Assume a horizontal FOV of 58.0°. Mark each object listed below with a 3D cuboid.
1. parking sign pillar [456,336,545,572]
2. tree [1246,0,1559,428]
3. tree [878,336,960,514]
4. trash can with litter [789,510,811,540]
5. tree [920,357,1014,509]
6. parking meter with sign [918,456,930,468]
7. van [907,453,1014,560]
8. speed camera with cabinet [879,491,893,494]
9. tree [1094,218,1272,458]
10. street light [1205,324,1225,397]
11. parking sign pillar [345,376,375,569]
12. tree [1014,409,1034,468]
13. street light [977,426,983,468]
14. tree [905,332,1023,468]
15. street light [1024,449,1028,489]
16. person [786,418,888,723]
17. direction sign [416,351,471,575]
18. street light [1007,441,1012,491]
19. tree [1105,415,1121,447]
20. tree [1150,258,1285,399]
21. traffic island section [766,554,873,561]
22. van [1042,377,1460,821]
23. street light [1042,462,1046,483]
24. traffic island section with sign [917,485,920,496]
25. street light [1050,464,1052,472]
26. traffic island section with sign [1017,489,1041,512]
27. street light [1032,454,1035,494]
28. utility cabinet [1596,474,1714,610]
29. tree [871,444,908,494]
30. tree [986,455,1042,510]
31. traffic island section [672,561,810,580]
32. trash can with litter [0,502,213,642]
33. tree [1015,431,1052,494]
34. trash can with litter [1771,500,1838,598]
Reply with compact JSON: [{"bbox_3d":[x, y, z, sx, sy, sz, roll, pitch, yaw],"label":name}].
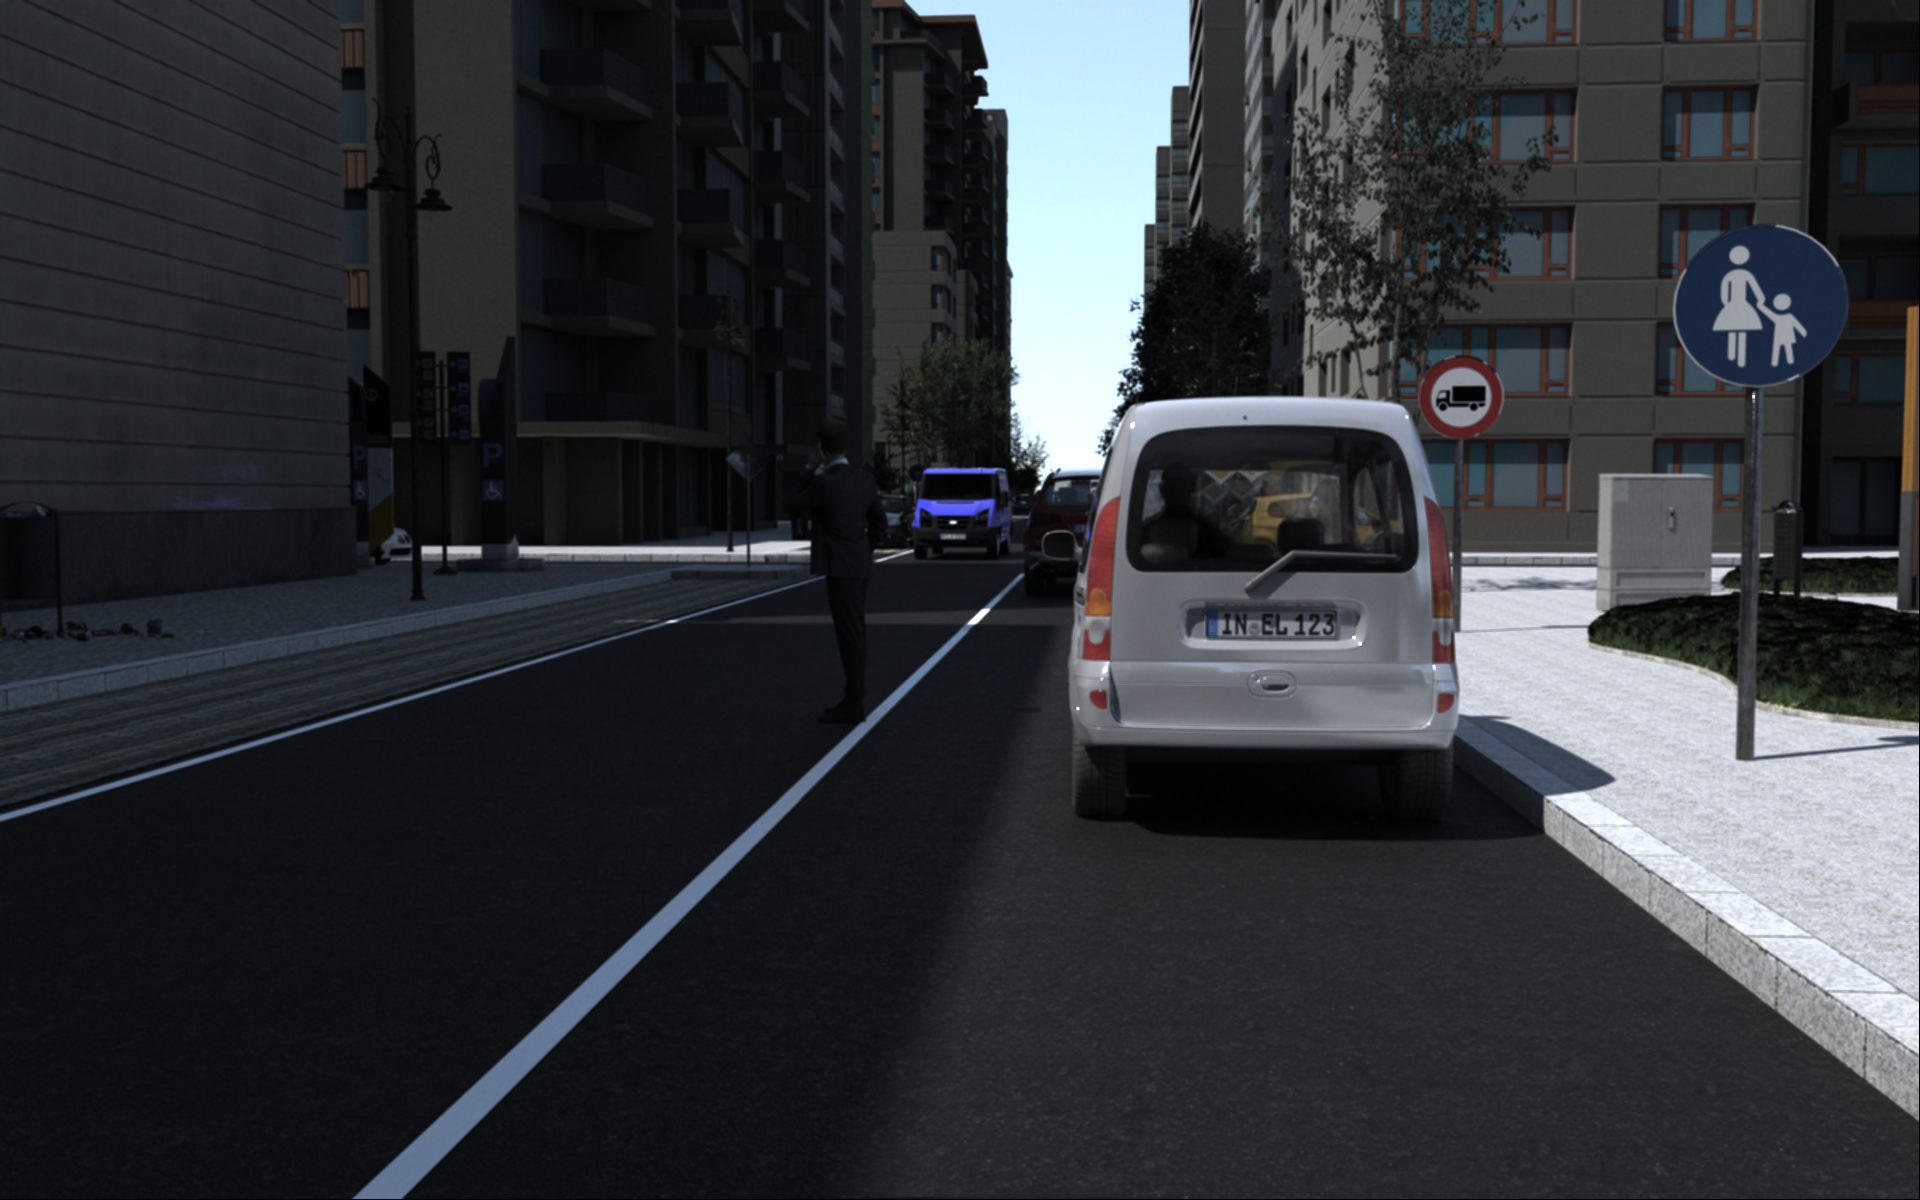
[{"bbox_3d":[-7.737,-2.482,29.056,1.447,3.967,1.447,0,4,-6],"label":"parking sign pillar"},{"bbox_3d":[5.737,-4.404,22.370,4.360,8.622,3.978,0,3,0],"label":"tree"},{"bbox_3d":[-2.092,-8.009,81.306,4.737,8.622,4.395,0,3,0],"label":"tree"},{"bbox_3d":[-4.244,-2.254,48.236,1.055,1.170,0.624,2,4,34],"label":"trash can with litter"},{"bbox_3d":[-0.155,-8.737,93.209,4.360,8.622,3.978,0,3,0],"label":"tree"},{"bbox_3d":[-1.524,-4.974,77.592,0.543,3.016,1.738,0,4,-6],"label":"parking meter with sign"},{"bbox_3d":[0.101,-2.163,39.747,2.240,2.365,5.245,0,4,6],"label":"van"},{"bbox_3d":[-4.685,-7.106,110.525,0.660,3.252,2.038,2,4,32],"label":"speed camera with cabinet"},{"bbox_3d":[10.393,-9.484,72.077,9.611,12.733,9.660,0,3,0],"label":"tree"},{"bbox_3d":[6.926,-4.550,47.172,0.468,5.910,1.993,0,4,5],"label":"street light"},{"bbox_3d":[-10.973,-2.546,30.107,1.447,3.967,1.447,1,4,19],"label":"parking sign pillar"},{"bbox_3d":[4.472,-12.276,151.067,4.360,8.622,3.978,0,3,0],"label":"tree"},{"bbox_3d":[1.358,-8.717,115.302,0.468,5.910,1.993,0,4,5],"label":"street light"},{"bbox_3d":[0.088,-11.286,110.287,9.928,11.665,9.643,0,3,0],"label":"tree"},{"bbox_3d":[6.873,-12.619,179.104,0.468,5.910,1.993,0,4,5],"label":"street light"},{"bbox_3d":[-0.784,-0.187,10.922,0.474,1.900,0.648,2,4,24],"label":"person"},{"bbox_3d":[-8.236,-2.177,27.597,0.876,3.537,0.379,-1,4,-11],"label":"direction sign"},{"bbox_3d":[4.169,-10.667,147.199,0.468,5.910,1.993,0,4,5],"label":"street light"},{"bbox_3d":[20.058,-16.507,195.640,9.928,11.665,9.643,0,3,0],"label":"tree"},{"bbox_3d":[8.132,-6.410,55.164,4.737,8.622,4.395,0,3,0],"label":"tree"},{"bbox_3d":[-3.029,-0.968,38.108,2.009,0.180,2.903,0,4,5],"label":"traffic island section"},{"bbox_3d":[1.418,-0.122,9.015,2.013,2.044,4.112,0,4,4],"label":"van"},{"bbox_3d":[11.119,-15.741,230.149,0.468,5.910,1.993,0,4,5],"label":"street light"},{"bbox_3d":[-1.161,-3.157,60.248,1.989,1.847,2.006,0,4,5],"label":"traffic island section with sign"},{"bbox_3d":[13.799,-17.692,262.056,0.468,5.910,1.993,0,4,5],"label":"street light"},{"bbox_3d":[5.330,-7.861,137.156,1.989,1.847,2.006,0,4,5],"label":"traffic island section with sign"},{"bbox_3d":[8.392,-13.758,197.735,0.468,5.910,1.993,0,4,5],"label":"street light"},{"bbox_3d":[7.568,-0.622,18.850,1.173,1.500,0.318,-1,4,-8],"label":"utility cabinet"},{"bbox_3d":[-3.072,-4.373,66.096,1.663,3.219,1.824,0,3,0],"label":"tree"},{"bbox_3d":[3.542,-9.585,140.429,4.285,4.588,4.351,0,3,0],"label":"tree"},{"bbox_3d":[-3.700,-0.481,30.151,2.009,0.180,2.903,0,4,5],"label":"traffic island section"},{"bbox_3d":[-7.914,-0.268,15.437,2.233,1.210,1.678,-1,4,-12],"label":"trash can with litter"},{"bbox_3d":[8.492,-15.367,201.615,4.737,8.622,4.395,0,3,0],"label":"tree"},{"bbox_3d":[9.263,-0.518,19.522,1.678,1.210,2.233,0,4,2],"label":"trash can with litter"}]
